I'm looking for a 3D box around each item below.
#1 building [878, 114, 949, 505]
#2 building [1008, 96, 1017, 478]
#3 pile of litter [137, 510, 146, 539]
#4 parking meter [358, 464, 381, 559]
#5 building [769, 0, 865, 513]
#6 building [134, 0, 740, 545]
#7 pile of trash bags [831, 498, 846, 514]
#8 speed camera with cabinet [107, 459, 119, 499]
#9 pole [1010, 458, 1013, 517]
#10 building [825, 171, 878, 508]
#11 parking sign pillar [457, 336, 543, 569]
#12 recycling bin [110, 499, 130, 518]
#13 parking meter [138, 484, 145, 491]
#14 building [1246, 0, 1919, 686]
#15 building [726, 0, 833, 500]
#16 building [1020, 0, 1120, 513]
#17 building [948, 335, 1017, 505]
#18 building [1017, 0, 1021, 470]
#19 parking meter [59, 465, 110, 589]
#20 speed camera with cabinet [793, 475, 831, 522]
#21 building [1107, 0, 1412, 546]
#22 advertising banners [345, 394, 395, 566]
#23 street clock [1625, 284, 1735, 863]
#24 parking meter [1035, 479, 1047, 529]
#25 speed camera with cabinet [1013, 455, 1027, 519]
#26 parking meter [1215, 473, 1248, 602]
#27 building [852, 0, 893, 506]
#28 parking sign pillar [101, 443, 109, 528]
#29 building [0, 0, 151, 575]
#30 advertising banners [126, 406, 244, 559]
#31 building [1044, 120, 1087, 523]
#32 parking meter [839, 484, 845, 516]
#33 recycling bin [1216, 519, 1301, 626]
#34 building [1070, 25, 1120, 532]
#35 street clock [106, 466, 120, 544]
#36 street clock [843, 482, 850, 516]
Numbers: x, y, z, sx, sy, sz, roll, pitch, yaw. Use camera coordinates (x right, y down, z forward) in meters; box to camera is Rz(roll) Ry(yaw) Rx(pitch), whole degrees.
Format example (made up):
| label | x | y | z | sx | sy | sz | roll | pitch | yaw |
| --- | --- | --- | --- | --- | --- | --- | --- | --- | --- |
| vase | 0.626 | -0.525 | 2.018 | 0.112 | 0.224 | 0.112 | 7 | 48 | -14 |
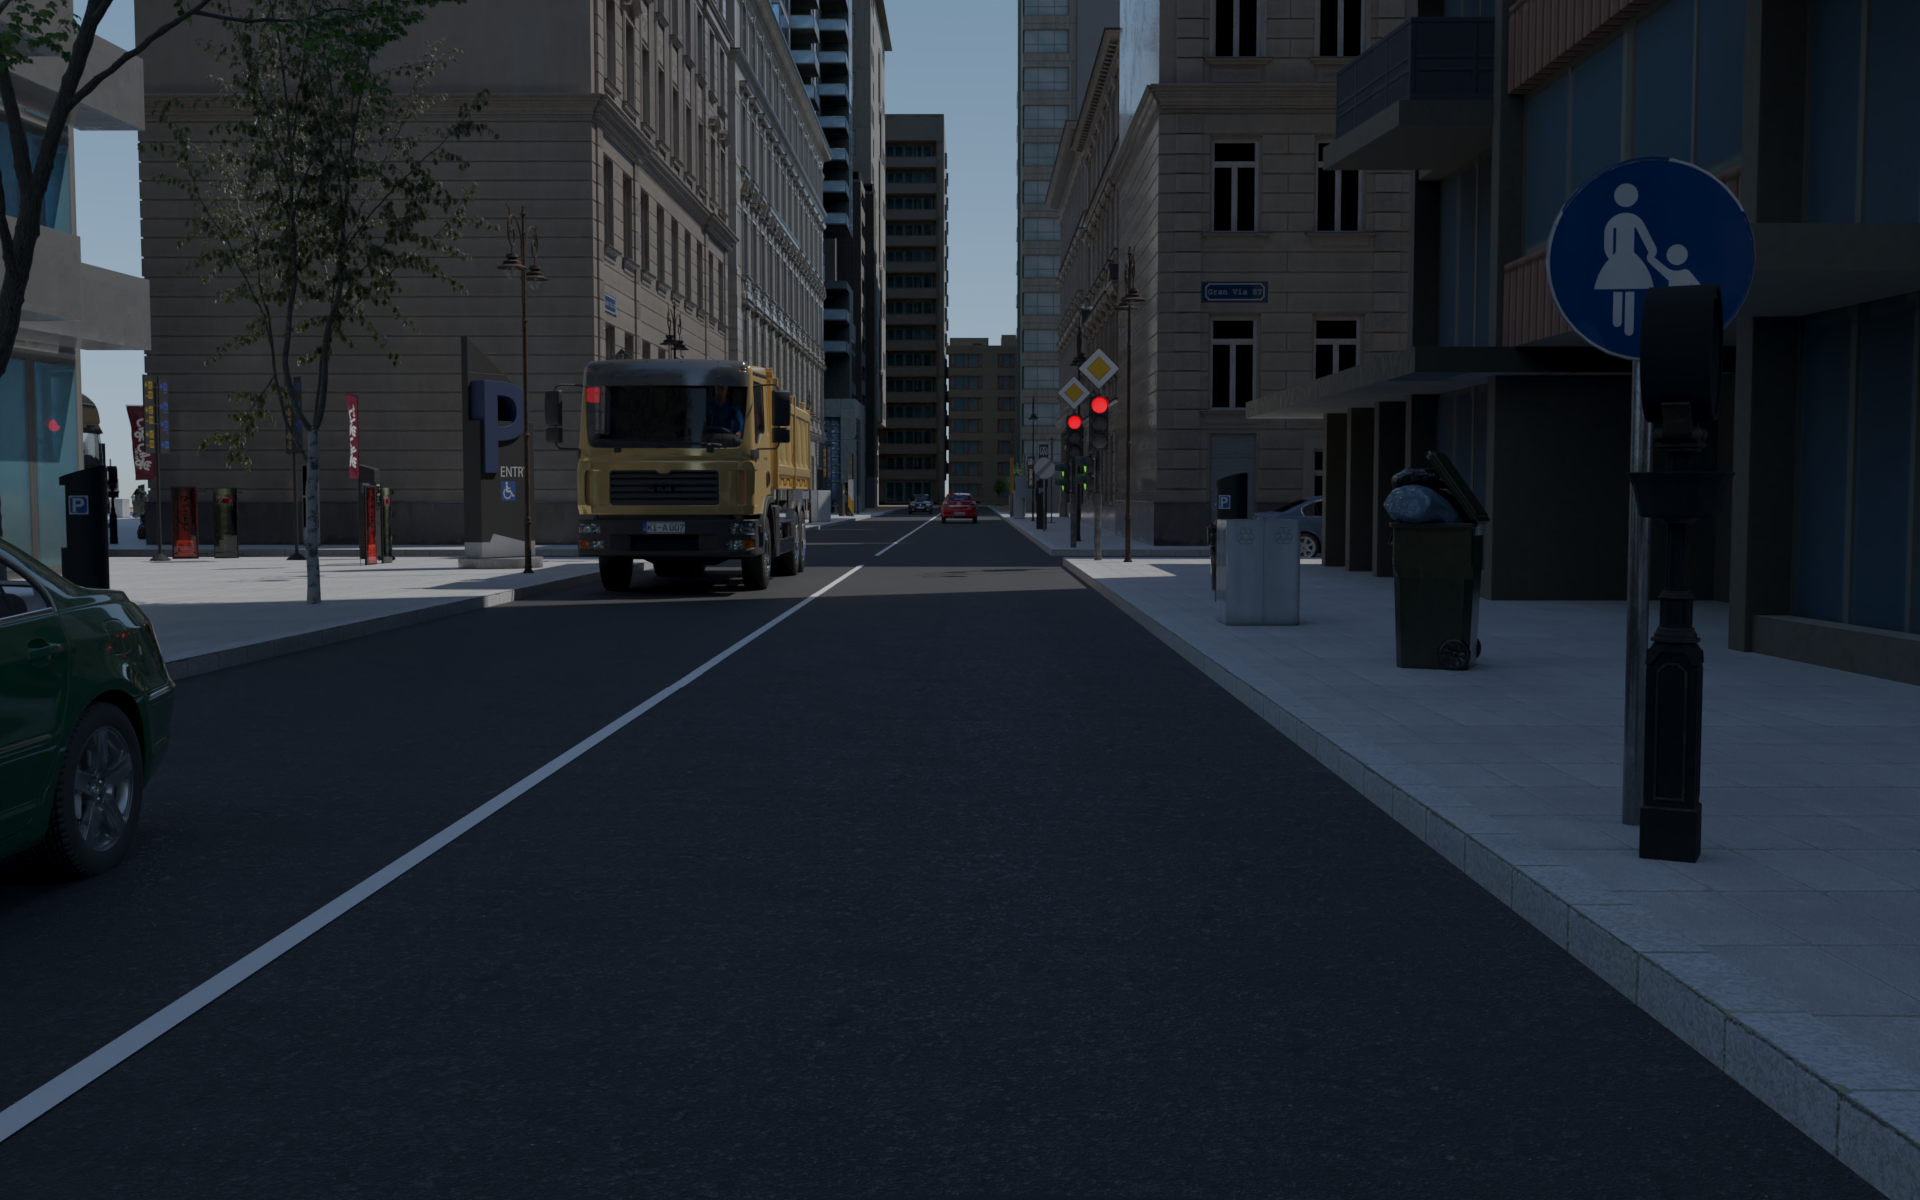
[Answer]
| label | x | y | z | sx | sy | sz | roll | pitch | yaw |
| --- | --- | --- | --- | --- | --- | --- | --- | --- | --- |
| building | -12.275 | -35.947 | 211.438 | 21.600 | 48.544 | 21.300 | 0 | 4 | 0 |
| building | 16.980 | -34.016 | 175.768 | 23.786 | 49.044 | 30.456 | 0 | 4 | 0 |
| pile of litter | -23.028 | -2.186 | 49.707 | 1.176 | 0.858 | 1.719 | 0 | 4 | -3 |
| parking meter | -11.649 | -1.743 | 34.211 | 0.399 | 1.863 | 0.255 | 0 | 4 | 6 |
| building | -18.149 | -50.011 | 130.346 | 22.319 | 86.520 | 31.000 | 0 | 4 | 0 |
| building | -14.661 | -15.758 | 54.912 | 12.463 | 27.353 | 25.104 | 0 | 4 | 0 |
| pile of trash bags | -9.021 | -6.434 | 114.950 | 3.447 | 1.369 | 1.912 | 3 | 5 | 41 |
| speed camera with cabinet | -48.176 | -6.267 | 96.801 | 2.038 | 3.252 | 0.660 | -2 | 4 | -34 |
| pole | 2.889 | -6.294 | 96.744 | 0.158 | 3.312 | 0.155 | 0 | 3 | 0 |
| building | -14.782 | -23.416 | 154.549 | 14.160 | 30.474 | 14.107 | 0 | 4 | 0 |
| parking sign pillar | -8.010 | -2.545 | 30.091 | 1.447 | 3.967 | 1.447 | 2 | 4 | 30 |
| recycling bin | -45.026 | -4.910 | 92.825 | 0.722 | 1.027 | 0.722 | 0 | 4 | 7 |
| parking meter | -47.174 | -5.754 | 99.791 | 0.399 | 1.863 | 0.255 | -1 | 4 | -21 |
| building | 16.001 | -22.163 | 16.993 | 22.147 | 44.769 | 28.867 | 0 | 4 | 0 |
| building | -16.622 | -19.186 | 90.108 | 17.030 | 29.872 | 44.131 | 0 | 4 | 0 |
| building | 11.340 | -26.994 | 124.945 | 14.154 | 41.232 | 14.086 | 0 | 4 | 0 |
| building | 13.178 | -22.627 | 214.994 | 28.899 | 21.520 | 27.650 | 0 | 4 | 0 |
| building | 15.312 | -36.912 | 145.503 | 21.231 | 58.520 | 28.212 | 0 | 4 | 0 |
| parking meter | -7.596 | -0.405 | 15.038 | 0.372 | 1.533 | 0.369 | 0 | 3 | 0 |
| speed camera with cabinet | -6.781 | -5.205 | 79.443 | 0.660 | 3.252 | 2.038 | 2 | 4 | 35 |
| building | 16.933 | -15.303 | 47.468 | 25.104 | 27.353 | 12.463 | 0 | 4 | 0 |
| advertising banners | -10.665 | -2.148 | 31.311 | 0.090 | 3.025 | 2.074 | 0 | 4 | 3 |
| street clock | 2.516 | -0.092 | 6.076 | 0.358 | 2.002 | 0.471 | 2 | 4 | 28 |
| parking meter | 2.962 | -3.516 | 63.199 | 0.399 | 1.863 | 0.255 | 1 | 4 | 15 |
| speed camera with cabinet | 3.047 | -5.794 | 89.060 | 0.660 | 3.252 | 2.038 | 0 | 4 | -2 |
| parking meter | 3.230 | -0.746 | 20.611 | 0.372 | 1.533 | 0.369 | 0 | 3 | 0 |
| building | -21.221 | -35.932 | 176.726 | 27.495 | 52.752 | 28.713 | 0 | 4 | 0 |
| parking sign pillar | -33.104 | -4.754 | 66.200 | 1.447 | 3.967 | 1.447 | 3 | 5 | 45 |
| building | -26.968 | -24.316 | 17.184 | 30.456 | 49.044 | 23.786 | 0 | 4 | 0 |
| advertising banners | -15.329 | -2.329 | 34.266 | 2.074 | 3.025 | 0.090 | -1 | 4 | -16 |
| building | 10.023 | -15.021 | 96.507 | 10.553 | 20.767 | 40.483 | 0 | 4 | 0 |
| parking meter | -6.804 | -5.750 | 99.724 | 0.255 | 1.863 | 0.399 | 1 | 4 | 20 |
| recycling bin | 2.953 | -0.283 | 17.187 | 0.722 | 1.027 | 0.722 | 0 | 4 | 0 |
| building | 9.986 | -12.300 | 65.732 | 10.561 | 19.102 | 19.286 | 0 | 4 | 0 |
| street clock | -21.749 | -2.440 | 44.462 | 0.358 | 2.002 | 0.471 | -2 | 4 | -32 |
| street clock | -6.508 | -5.852 | 100.247 | 0.471 | 2.002 | 0.358 | -2 | 4 | -34 |
